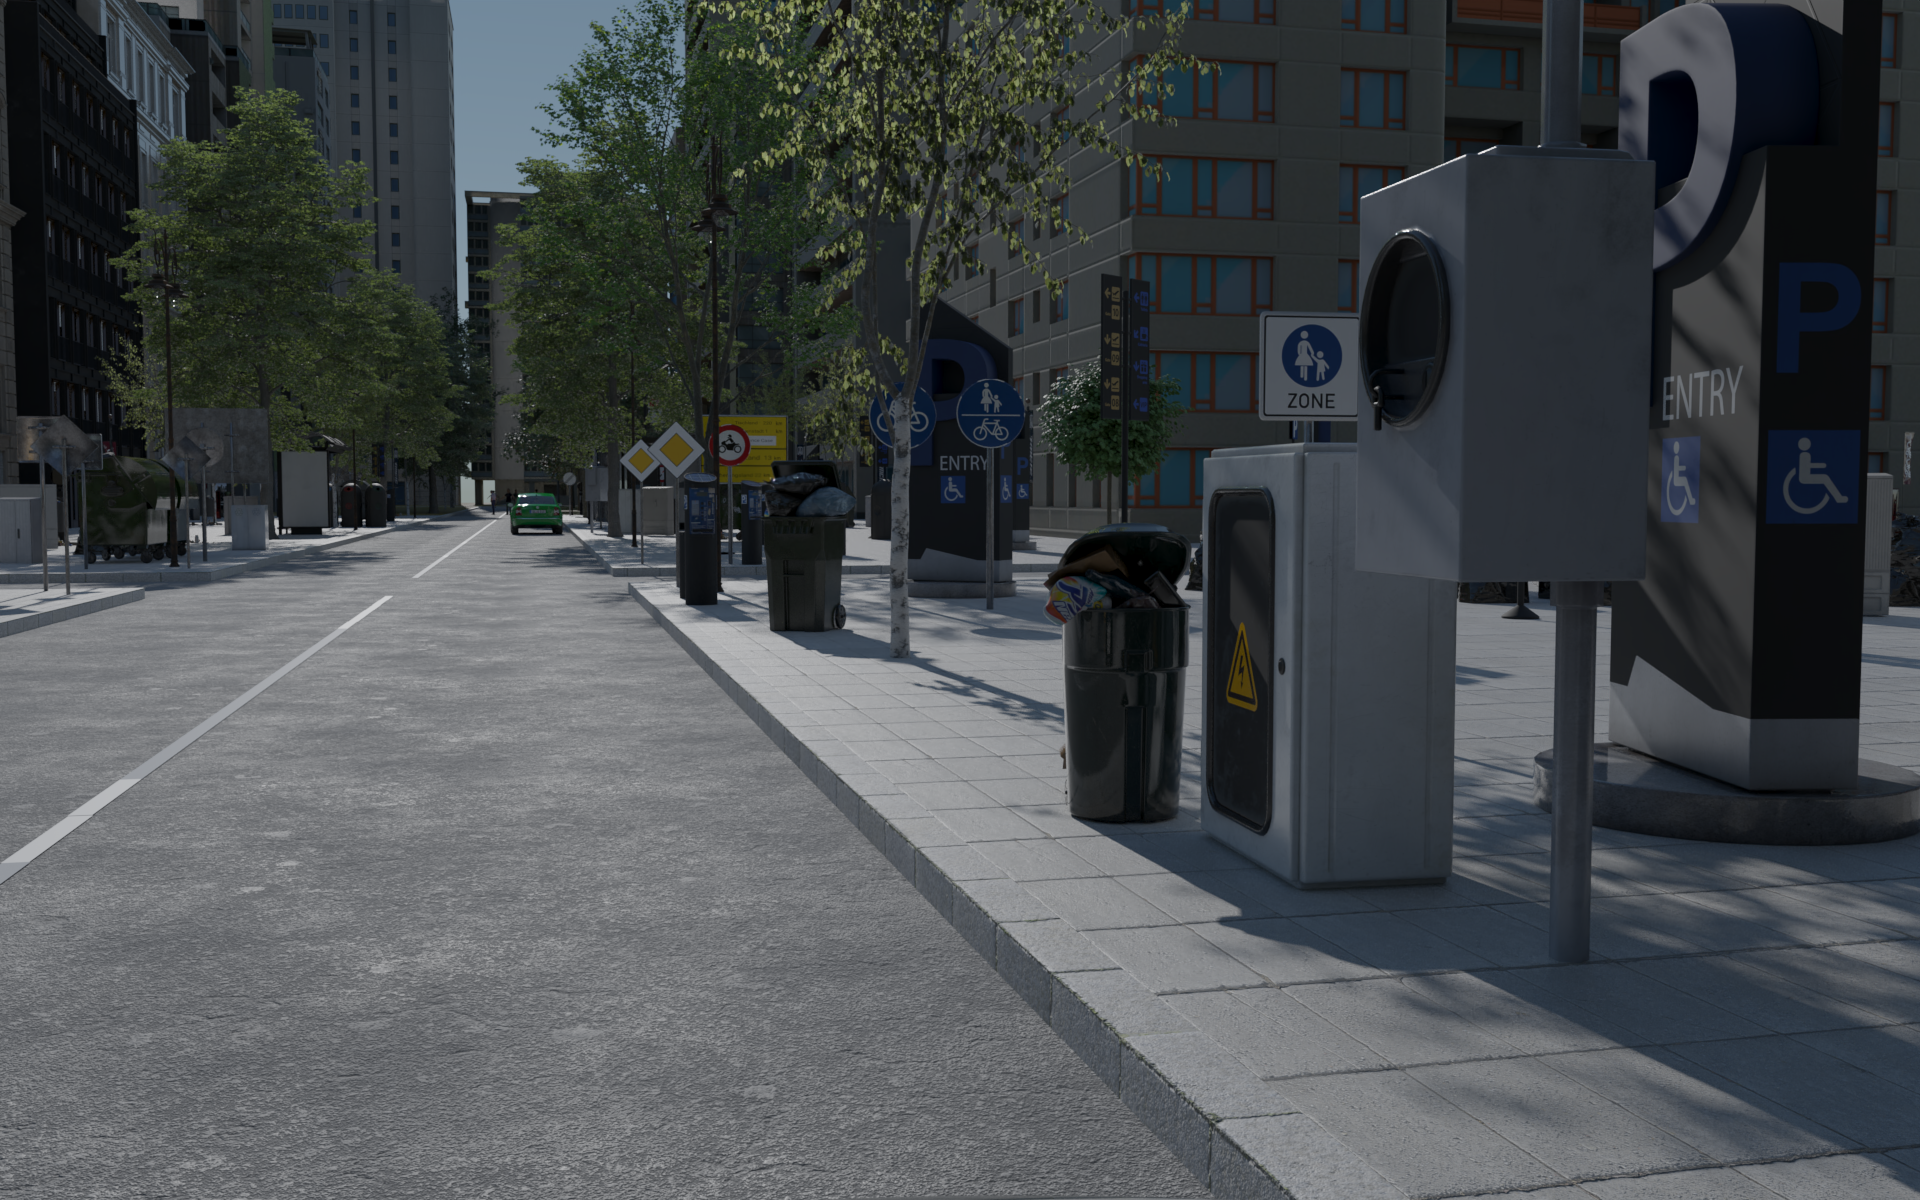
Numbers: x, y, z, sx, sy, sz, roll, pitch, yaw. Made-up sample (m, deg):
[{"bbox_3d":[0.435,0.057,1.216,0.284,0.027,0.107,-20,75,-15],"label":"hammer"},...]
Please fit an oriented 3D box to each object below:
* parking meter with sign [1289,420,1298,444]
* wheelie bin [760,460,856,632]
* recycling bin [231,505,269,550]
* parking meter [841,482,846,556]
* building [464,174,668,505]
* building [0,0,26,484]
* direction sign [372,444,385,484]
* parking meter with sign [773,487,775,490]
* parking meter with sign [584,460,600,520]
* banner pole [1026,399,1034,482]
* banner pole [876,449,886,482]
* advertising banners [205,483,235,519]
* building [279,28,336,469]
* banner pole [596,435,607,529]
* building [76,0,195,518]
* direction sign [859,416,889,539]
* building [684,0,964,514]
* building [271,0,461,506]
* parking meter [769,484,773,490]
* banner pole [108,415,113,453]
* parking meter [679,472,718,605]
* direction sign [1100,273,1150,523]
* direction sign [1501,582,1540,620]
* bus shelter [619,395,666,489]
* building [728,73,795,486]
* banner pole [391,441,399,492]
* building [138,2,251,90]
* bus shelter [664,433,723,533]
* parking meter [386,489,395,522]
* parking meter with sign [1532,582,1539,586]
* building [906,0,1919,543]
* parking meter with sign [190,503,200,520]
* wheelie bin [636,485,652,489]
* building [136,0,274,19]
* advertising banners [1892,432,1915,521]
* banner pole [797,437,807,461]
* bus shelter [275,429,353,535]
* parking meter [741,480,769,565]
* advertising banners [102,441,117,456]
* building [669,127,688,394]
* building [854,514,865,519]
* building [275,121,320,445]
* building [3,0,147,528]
[{"bbox_3d":[6.520,-2.567,38.227,1.738,3.016,0.543,1,4,22],"label":"parking meter with sign"},{"bbox_3d":[-1.443,-0.514,16.308,0.980,1.594,0.693,1,4,16],"label":"wheelie bin"},{"bbox_3d":[-16.330,-1.669,39.837,0.722,1.027,0.722,-1,4,-16],"label":"recycling bin"},{"bbox_3d":[-2.571,-1.701,36.216,0.372,1.533,0.369,0,3,0],"label":"parking meter"},{"bbox_3d":[-47.857,-31.801,211.820,23.993,40.220,32.217,-1,4,-14],"label":"building"},{"bbox_3d":[-35.752,-15.298,47.388,12.463,27.353,25.104,-1,4,-14],"label":"building"},{"bbox_3d":[-26.454,-5.309,78.805,0.379,3.537,0.876,1,4,17],"label":"direction sign"},{"bbox_3d":[-11.117,-6.686,105.571,1.738,3.016,0.543,-2,4,-26],"label":"parking meter with sign"},{"bbox_3d":[-18.382,-5.534,86.746,0.543,3.016,1.738,0,4,-1],"label":"parking meter with sign"},{"bbox_3d":[1.824,-3.381,45.291,0.401,3.779,0.863,-1,4,-10],"label":"banner pole"},{"bbox_3d":[-4.020,-5.835,85.421,0.863,3.779,0.401,1,4,12],"label":"banner pole"},{"bbox_3d":[-38.324,-5.694,89.282,2.074,3.025,0.090,1,4,12],"label":"advertising banners"},{"bbox_3d":[-63.442,-28.773,154.040,14.086,41.232,14.154,-1,4,-14],"label":"building"},{"bbox_3d":[-13.152,-4.455,62.856,0.401,3.779,0.863,1,4,13],"label":"banner pole"},{"bbox_3d":[-46.060,-18.258,84.424,13.634,28.700,20.117,-1,4,-14],"label":"building"},{"bbox_3d":[-2.481,-3.549,50.018,0.876,3.537,0.379,1,4,17],"label":"direction sign"},{"bbox_3d":[-10.662,-31.656,141.273,21.300,48.544,21.600,-1,4,-14],"label":"building"},{"bbox_3d":[-72.698,-40.223,199.637,28.212,58.520,21.231,-1,4,-14],"label":"building"},{"bbox_3d":[-4.891,-2.154,43.637,0.372,1.533,0.369,0,3,0],"label":"parking meter"},{"bbox_3d":[-26.650,-3.941,54.450,0.401,3.779,0.863,-2,4,-30],"label":"banner pole"},{"bbox_3d":[-3.003,-0.713,20.072,0.372,1.533,0.369,0,3,0],"label":"parking meter"},{"bbox_3d":[1.734,-1.603,18.204,0.379,3.537,0.876,3,5,39],"label":"direction sign"},{"bbox_3d":[5.784,-1.576,17.769,0.379,3.537,0.876,2,4,26],"label":"direction sign"},{"bbox_3d":[-12.376,-5.509,67.704,2.179,5.291,8.768,-1,4,-14],"label":"bus shelter"},{"bbox_3d":[-9.681,-21.530,123.713,14.160,30.474,14.107,-1,4,-14],"label":"building"},{"bbox_3d":[-26.720,-5.620,81.905,0.401,3.779,0.863,0,4,5],"label":"banner pole"},{"bbox_3d":[-51.214,-20.383,104.966,14.160,30.474,14.107,-1,4,-14],"label":"building"},{"bbox_3d":[-9.209,-4.018,59.611,2.014,3.302,5.546,-1,4,-14],"label":"bus shelter"},{"bbox_3d":[-26.591,-4.432,80.867,0.372,1.533,0.369,0,3,0],"label":"parking meter"},{"bbox_3d":[8.235,-1.679,23.712,0.543,3.016,1.738,0,4,4],"label":"parking meter with sign"},{"bbox_3d":[15.127,-13.206,60.952,28.899,21.520,27.650,-1,4,-14],"label":"building"},{"bbox_3d":[-37.885,-5.375,84.145,0.543,3.016,1.738,3,4,37],"label":"parking meter with sign"},{"bbox_3d":[-10.791,-3.116,58.847,0.980,1.594,0.693,-2,4,-30],"label":"wheelie bin"},{"bbox_3d":[-54.988,-26.588,118.307,14.154,41.232,14.086,-1,4,-14],"label":"building"},{"bbox_3d":[26.080,-3.193,48.390,2.074,3.025,0.090,-2,4,-34],"label":"advertising banners"},{"bbox_3d":[-6.927,-5.271,76.204,0.401,3.779,0.863,-3,5,-44],"label":"banner pole"},{"bbox_3d":[-21.273,-3.854,56.938,2.014,3.302,5.546,-1,4,-14],"label":"bus shelter"},{"bbox_3d":[-3.781,-1.409,31.447,0.372,1.533,0.369,0,3,0],"label":"parking meter"},{"bbox_3d":[-27.768,-3.781,58.014,0.090,3.025,2.074,2,4,26],"label":"advertising banners"},{"bbox_3d":[-27.282,-34.121,207.983,14.200,45.320,14.600,-1,4,-14],"label":"building"},{"bbox_3d":[2.574,-29.088,99.283,21.300,48.544,21.600,-1,4,-14],"label":"building"},{"bbox_3d":[-57.593,-22.088,132.844,14.160,30.474,14.107,-1,4,-14],"label":"building"},{"bbox_3d":[-40.290,-14.544,67.464,12.332,23.373,15.834,-1,4,-14],"label":"building"}]
